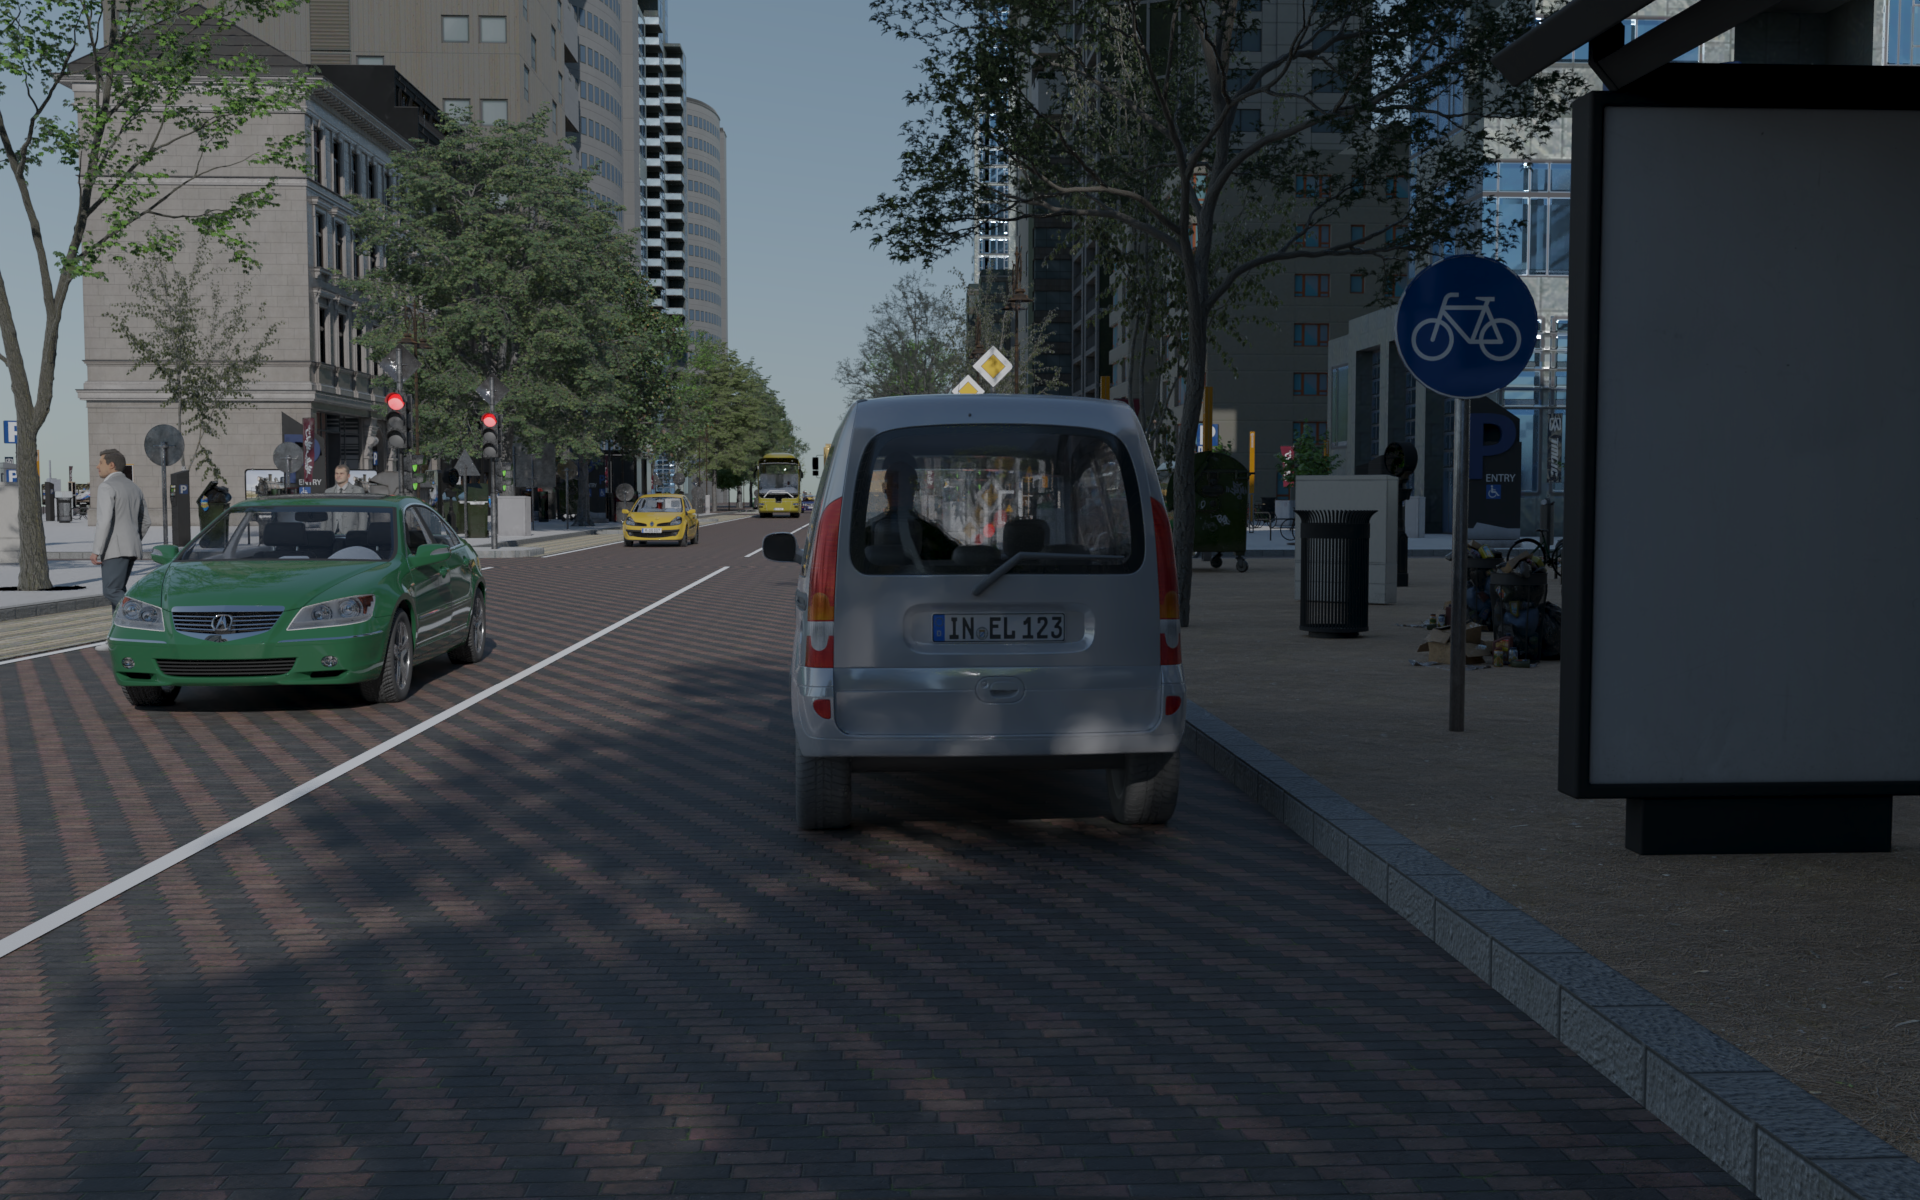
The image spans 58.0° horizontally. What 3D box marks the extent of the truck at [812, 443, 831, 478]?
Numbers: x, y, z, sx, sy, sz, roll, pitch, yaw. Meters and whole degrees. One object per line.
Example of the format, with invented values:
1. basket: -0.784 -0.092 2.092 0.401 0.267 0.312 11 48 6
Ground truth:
1. truck: -3.807 -4.233 65.140 3.469 3.379 9.791 0 4 -5

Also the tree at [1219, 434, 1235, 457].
1. tree: 7.749 -3.471 51.355 1.663 3.219 1.824 0 3 0

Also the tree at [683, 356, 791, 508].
1. tree: -20.431 -15.444 159.170 9.857 13.997 8.962 0 3 0

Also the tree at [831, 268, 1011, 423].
1. tree: -2.151 -11.305 95.201 12.009 13.543 11.850 0 3 0

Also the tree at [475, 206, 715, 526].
1. tree: -15.005 -9.291 68.913 9.611 12.733 9.660 0 3 0

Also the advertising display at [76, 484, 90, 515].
1. advertising display: -54.299 -6.237 107.194 0.123 1.923 0.974 3 5 41

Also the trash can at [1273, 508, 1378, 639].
1. trash can: 3.363 -0.238 15.550 0.748 1.137 0.748 0 3 0

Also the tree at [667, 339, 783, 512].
1. tree: -17.595 -12.758 126.726 7.486 12.596 7.792 0 3 0

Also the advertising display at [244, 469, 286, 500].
1. advertising display: -17.700 -2.383 44.168 0.974 1.923 0.123 -1 4 -17

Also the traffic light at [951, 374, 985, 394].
1. traffic light: 0.172 -3.174 40.823 0.839 4.253 0.868 0 4 -3

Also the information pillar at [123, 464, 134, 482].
1. information pillar: -20.388 -2.318 42.387 0.304 2.012 0.304 -3 4 -36

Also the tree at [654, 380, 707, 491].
1. tree: -17.336 -9.535 106.257 4.360 8.622 3.978 0 3 0

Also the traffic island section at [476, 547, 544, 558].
1. traffic island section: -10.862 -1.105 40.344 2.009 0.180 2.903 0 4 -3

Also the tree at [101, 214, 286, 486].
1. tree: -20.621 -5.879 46.489 4.360 8.622 3.978 0 3 0

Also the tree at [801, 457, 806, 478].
1. tree: -25.582 -19.202 264.313 4.737 8.622 4.395 0 3 0

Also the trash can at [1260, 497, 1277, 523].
1. trash can: 13.936 -4.074 78.265 0.748 1.137 0.748 0 3 0

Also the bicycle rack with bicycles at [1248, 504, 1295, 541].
1. bicycle rack with bicycles: 9.857 -2.062 47.101 2.925 0.926 2.852 -1 4 -16

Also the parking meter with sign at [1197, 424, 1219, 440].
1. parking meter with sign: 5.814 -2.825 42.443 0.543 3.016 1.738 2 4 25

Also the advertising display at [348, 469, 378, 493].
1. advertising display: -15.491 -2.416 44.715 0.974 1.923 0.123 -3 5 -44

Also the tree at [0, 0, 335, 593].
1. tree: -12.352 -5.942 22.904 9.928 11.665 9.643 0 3 0

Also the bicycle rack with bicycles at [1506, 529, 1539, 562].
1. bicycle rack with bicycles: 9.505 -0.728 25.280 2.925 0.926 2.852 1 4 17

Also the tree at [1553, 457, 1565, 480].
1. tree: 16.578 -3.102 45.324 1.663 3.219 1.824 0 3 0

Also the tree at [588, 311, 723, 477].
1. tree: -17.074 -10.372 95.339 9.928 11.665 9.643 0 3 0

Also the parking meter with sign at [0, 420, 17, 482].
1. parking meter with sign: -22.852 -2.785 41.794 0.543 3.016 1.738 -3 4 -36

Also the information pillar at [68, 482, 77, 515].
1. information pillar: -53.310 -6.086 103.994 0.304 2.012 0.304 1 4 14

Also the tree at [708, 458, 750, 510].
1. tree: -18.305 -9.348 136.554 4.285 4.588 4.351 0 3 0

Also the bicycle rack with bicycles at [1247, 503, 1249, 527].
1. bicycle rack with bicycles: 10.591 -3.151 64.894 2.925 0.926 2.852 -1 4 -22

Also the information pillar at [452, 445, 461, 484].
1. information pillar: -23.883 -5.555 82.183 0.183 3.616 0.504 2 4 26

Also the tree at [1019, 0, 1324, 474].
1. tree: 2.804 -4.512 24.138 4.360 8.622 3.978 0 3 0

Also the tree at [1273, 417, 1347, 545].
1. tree: 8.626 -2.995 43.570 1.663 3.219 1.824 0 3 0

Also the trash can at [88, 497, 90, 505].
1. trash can: -45.155 -4.823 90.513 0.748 1.137 0.748 0 3 0

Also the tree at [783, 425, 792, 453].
1. tree: -20.474 -15.562 172.571 7.486 12.596 7.792 0 3 0

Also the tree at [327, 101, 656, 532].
1. tree: -14.728 -9.099 55.421 9.857 13.997 8.962 0 3 0

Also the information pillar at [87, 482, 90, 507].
1. information pillar: -55.128 -6.444 109.853 0.304 2.012 0.304 -3 5 -45

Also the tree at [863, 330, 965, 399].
1. tree: -2.570 -11.173 108.427 9.928 11.665 9.643 0 3 0

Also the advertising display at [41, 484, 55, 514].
1. advertising display: -57.604 -6.384 109.585 0.123 1.923 0.974 2 4 32

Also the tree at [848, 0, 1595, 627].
1. tree: 2.390 -5.009 16.308 7.601 10.594 8.767 1 4 20

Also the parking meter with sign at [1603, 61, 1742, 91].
1. parking meter with sign: 3.386 -0.712 7.902 0.543 3.016 1.738 2 4 33

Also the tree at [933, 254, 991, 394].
1. tree: 0.976 -6.299 53.350 4.360 8.622 3.978 0 3 0

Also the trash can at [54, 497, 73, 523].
1. trash can: -39.768 -3.990 76.897 0.748 1.137 0.748 0 3 0

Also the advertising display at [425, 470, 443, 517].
1. advertising display: -14.007 -2.504 46.146 0.123 1.923 0.974 -3 4 -36

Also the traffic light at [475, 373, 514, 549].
1. traffic light: -10.822 -3.137 40.211 0.839 4.253 0.868 0 4 -3

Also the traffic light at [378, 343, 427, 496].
1. traffic light: -10.388 -2.649 32.238 0.839 4.253 0.868 0 4 -3

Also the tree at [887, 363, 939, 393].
1. tree: -4.109 -14.127 147.990 9.611 12.733 9.660 0 3 0

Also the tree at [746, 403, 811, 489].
1. tree: -22.954 -18.046 212.051 9.611 12.733 9.660 0 3 0

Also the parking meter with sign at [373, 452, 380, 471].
1. parking meter with sign: -23.371 -4.628 71.925 1.738 3.016 0.543 -2 4 -35

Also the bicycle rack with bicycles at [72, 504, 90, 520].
1. bicycle rack with bicycles: -43.246 -4.511 87.140 2.925 0.926 2.852 -1 4 -13
